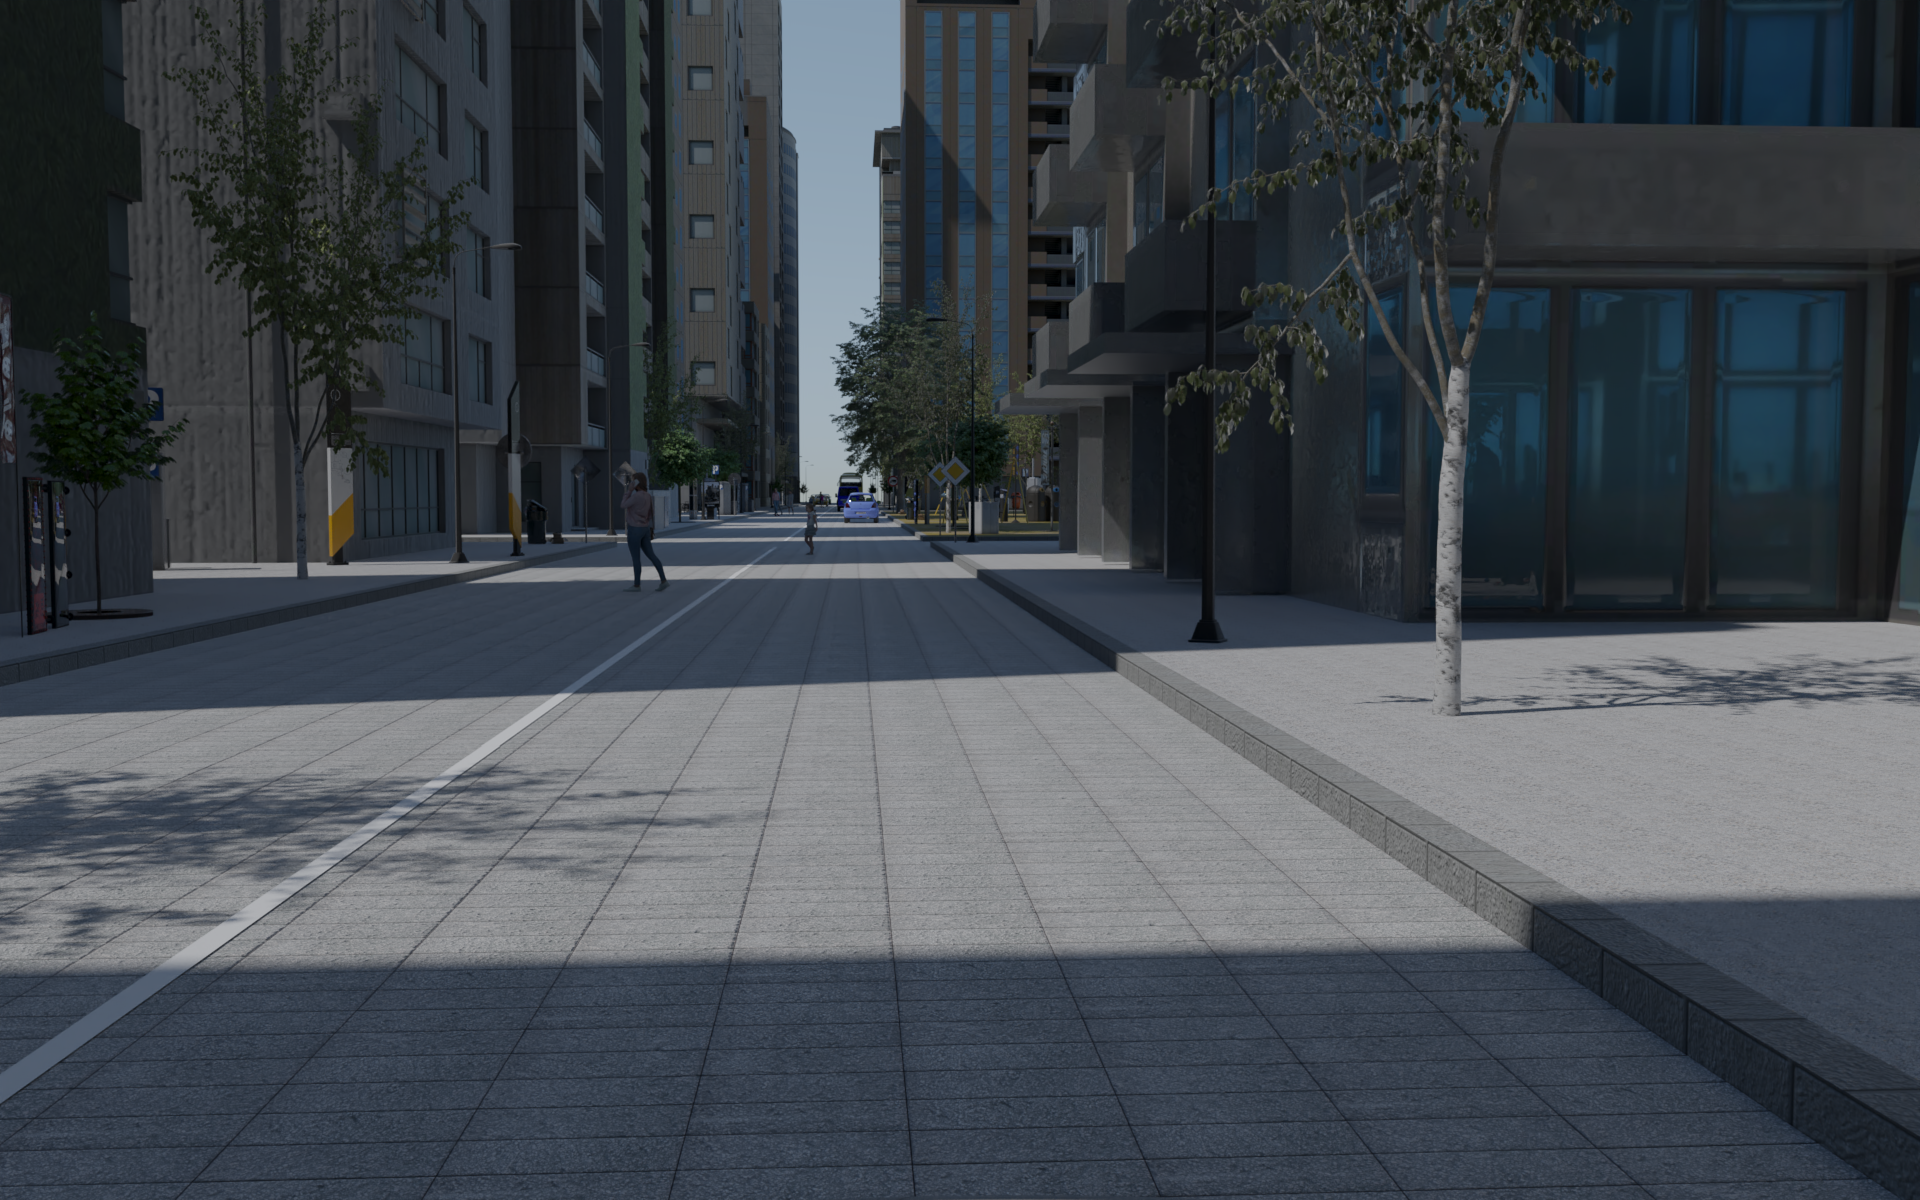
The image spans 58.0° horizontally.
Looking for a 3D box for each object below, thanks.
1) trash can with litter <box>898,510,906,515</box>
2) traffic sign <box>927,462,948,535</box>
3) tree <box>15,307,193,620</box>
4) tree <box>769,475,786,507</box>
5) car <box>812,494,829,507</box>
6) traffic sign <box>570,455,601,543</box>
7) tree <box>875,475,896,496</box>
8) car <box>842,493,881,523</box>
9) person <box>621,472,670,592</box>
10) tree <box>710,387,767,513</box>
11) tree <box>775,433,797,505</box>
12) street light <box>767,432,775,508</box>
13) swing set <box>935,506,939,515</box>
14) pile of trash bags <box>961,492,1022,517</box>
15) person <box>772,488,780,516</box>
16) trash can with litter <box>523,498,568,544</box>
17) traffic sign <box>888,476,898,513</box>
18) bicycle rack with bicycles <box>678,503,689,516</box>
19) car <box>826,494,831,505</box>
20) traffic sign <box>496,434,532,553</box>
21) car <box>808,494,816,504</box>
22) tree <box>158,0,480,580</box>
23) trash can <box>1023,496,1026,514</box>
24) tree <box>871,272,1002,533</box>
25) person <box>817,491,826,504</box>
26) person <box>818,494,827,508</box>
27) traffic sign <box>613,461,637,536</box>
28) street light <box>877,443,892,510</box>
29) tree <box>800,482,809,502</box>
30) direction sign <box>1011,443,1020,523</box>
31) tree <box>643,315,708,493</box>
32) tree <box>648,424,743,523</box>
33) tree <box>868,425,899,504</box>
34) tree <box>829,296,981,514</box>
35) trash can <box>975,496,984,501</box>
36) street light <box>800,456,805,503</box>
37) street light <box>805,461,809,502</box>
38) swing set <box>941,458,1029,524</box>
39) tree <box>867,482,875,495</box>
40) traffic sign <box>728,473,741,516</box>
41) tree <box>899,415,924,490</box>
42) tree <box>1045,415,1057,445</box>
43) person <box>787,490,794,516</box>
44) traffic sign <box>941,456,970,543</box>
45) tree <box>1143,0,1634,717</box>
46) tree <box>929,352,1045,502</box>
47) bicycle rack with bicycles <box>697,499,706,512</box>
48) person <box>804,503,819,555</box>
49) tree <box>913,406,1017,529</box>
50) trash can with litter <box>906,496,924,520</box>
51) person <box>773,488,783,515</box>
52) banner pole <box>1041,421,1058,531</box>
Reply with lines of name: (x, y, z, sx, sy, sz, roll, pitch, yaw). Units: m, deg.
trash can with litter: (-3.314, -5.916, 108.110, 1.055, 1.170, 0.624, -1, 4, -16)
traffic sign: (-0.619, -3.061, 53.685, 0.795, 2.450, 0.064, 0, 4, -4)
tree: (-8.909, -1.439, 18.122, 1.663, 3.219, 1.824, 0, 3, 0)
tree: (-18.592, -11.179, 177.370, 1.663, 3.219, 1.824, 0, 3, 0)
car: (-16.076, -11.603, 199.928, 2.015, 1.641, 3.980, 0, 4, -3)
traffic sign: (-9.750, -2.538, 45.138, 0.795, 2.450, 0.064, 0, 4, -4)
tree: (-6.642, -10.012, 158.291, 1.663, 3.219, 1.824, 0, 3, 0)
car: (-4.897, -4.686, 86.211, 1.945, 1.707, 3.694, 0, 4, -2)
person: (-4.620, -1.000, 25.440, 0.643, 1.750, 0.593, 1, 4, 19)
tree: (-15.297, -10.330, 119.264, 4.360, 8.622, 3.978, 0, 3, 0)
tree: (-20.943, -15.520, 204.111, 4.360, 8.622, 3.978, 0, 3, 0)
street light: (-14.845, -9.611, 129.684, 1.470, 5.913, 1.316, 0, 4, -4)
swing set: (0.389, -6.532, 104.421, 2.862, 2.851, 3.119, -2, 4, -24)
pile of trash bags: (1.887, -5.315, 96.649, 3.447, 1.369, 1.912, -2, 4, -28)
person: (-11.918, -6.332, 112.030, 0.555, 1.821, 0.388, -3, 4, -39)
trash can with litter: (-10.670, -2.031, 44.587, 1.055, 1.170, 0.624, -2, 4, -24)
traffic sign: (-4.592, -7.278, 119.093, 0.768, 2.556, 0.104, 0, 4, -3)
bicycle rack with bicycles: (-18.072, -5.434, 102.231, 2.852, 0.926, 2.925, -2, 4, -35)
car: (-18.581, -13.983, 237.424, 1.959, 1.807, 4.718, 0, 4, -3)
traffic sign: (-9.301, -2.202, 36.117, 0.768, 2.556, 0.104, 0, 4, 6)
car: (-18.964, -13.214, 228.054, 2.014, 1.417, 4.499, 0, 4, -2)
tree: (-9.659, -4.610, 25.735, 4.737, 8.622, 4.395, 0, 3, 0)
trash can: (4.268, -5.991, 109.611, 0.748, 1.137, 0.748, 0, 3, 0)
tree: (-0.528, -6.551, 57.475, 4.360, 8.622, 3.978, 0, 3, 0)
person: (-15.203, -11.054, 190.018, 1.217, 1.735, 0.721, 2, 4, 32)
person: (-14.185, -10.208, 178.622, 0.991, 1.433, 0.599, -1, 4, -20)
traffic sign: (-10.246, -3.025, 53.108, 0.795, 2.450, 0.064, 0, 4, -4)
street light: (-6.308, -10.328, 141.411, 1.470, 5.913, 1.316, 0, 4, -4)
tree: (-23.880, -16.575, 265.608, 1.663, 3.219, 1.824, 0, 3, 0)
direction sign: (2.499, -5.249, 77.818, 0.379, 3.537, 0.876, -1, 4, -16)
tree: (-12.453, -7.323, 70.088, 4.737, 8.622, 4.395, 0, 3, 0)
tree: (-12.724, -5.771, 78.068, 4.285, 4.588, 4.351, 0, 3, 0)
tree: (-3.566, -10.944, 129.302, 4.737, 8.622, 4.395, 0, 3, 0)
tree: (-3.730, -12.578, 112.298, 9.857, 13.997, 8.962, 0, 3, 0)
trash can: (1.435, -7.033, 126.634, 0.748, 1.137, 0.748, 0, 3, 0)
street light: (-20.022, -14.666, 212.329, 1.470, 5.913, 1.316, 0, 4, -4)
street light: (-21.947, -16.550, 243.125, 1.470, 5.913, 1.316, 0, 4, -4)
swing set: (1.205, -4.745, 75.199, 3.119, 2.851, 2.862, -1, 4, -22)
tree: (-13.812, -17.115, 274.437, 1.663, 3.219, 1.824, 0, 3, 0)
traffic sign: (-13.491, -6.330, 103.606, 0.768, 2.556, 0.104, 0, 4, 2)
tree: (-1.173, -10.534, 122.593, 4.737, 8.622, 4.395, 0, 3, 0)
tree: (3.856, -9.150, 99.969, 4.737, 8.622, 4.395, 0, 3, 0)
person: (-11.245, -6.462, 114.910, 0.466, 1.731, 0.760, 1, 4, 10)
traffic sign: (-0.123, -2.573, 45.716, 0.795, 2.450, 0.064, 0, 4, -4)
tree: (2.775, -3.650, 10.033, 4.360, 8.622, 3.978, 0, 3, 0)
tree: (1.257, -8.465, 88.762, 4.737, 8.622, 4.395, 0, 3, 0)
bicycle rack with bicycles: (-18.969, -6.606, 121.397, 2.852, 0.926, 2.925, 3, 5, 43)
person: (-3.466, -1.677, 40.929, 0.382, 1.210, 0.505, -3, 4, -36)
tree: (-0.180, -5.180, 68.404, 4.285, 4.588, 4.351, 0, 3, 0)
trash can with litter: (-2.115, -4.717, 88.511, 0.624, 1.170, 1.055, -2, 4, -30)
person: (-12.569, -6.776, 119.156, 0.748, 1.841, 0.638, 3, 5, 41)
banner pole: (3.024, -4.252, 59.540, 0.401, 3.779, 0.863, 3, 5, 41)
